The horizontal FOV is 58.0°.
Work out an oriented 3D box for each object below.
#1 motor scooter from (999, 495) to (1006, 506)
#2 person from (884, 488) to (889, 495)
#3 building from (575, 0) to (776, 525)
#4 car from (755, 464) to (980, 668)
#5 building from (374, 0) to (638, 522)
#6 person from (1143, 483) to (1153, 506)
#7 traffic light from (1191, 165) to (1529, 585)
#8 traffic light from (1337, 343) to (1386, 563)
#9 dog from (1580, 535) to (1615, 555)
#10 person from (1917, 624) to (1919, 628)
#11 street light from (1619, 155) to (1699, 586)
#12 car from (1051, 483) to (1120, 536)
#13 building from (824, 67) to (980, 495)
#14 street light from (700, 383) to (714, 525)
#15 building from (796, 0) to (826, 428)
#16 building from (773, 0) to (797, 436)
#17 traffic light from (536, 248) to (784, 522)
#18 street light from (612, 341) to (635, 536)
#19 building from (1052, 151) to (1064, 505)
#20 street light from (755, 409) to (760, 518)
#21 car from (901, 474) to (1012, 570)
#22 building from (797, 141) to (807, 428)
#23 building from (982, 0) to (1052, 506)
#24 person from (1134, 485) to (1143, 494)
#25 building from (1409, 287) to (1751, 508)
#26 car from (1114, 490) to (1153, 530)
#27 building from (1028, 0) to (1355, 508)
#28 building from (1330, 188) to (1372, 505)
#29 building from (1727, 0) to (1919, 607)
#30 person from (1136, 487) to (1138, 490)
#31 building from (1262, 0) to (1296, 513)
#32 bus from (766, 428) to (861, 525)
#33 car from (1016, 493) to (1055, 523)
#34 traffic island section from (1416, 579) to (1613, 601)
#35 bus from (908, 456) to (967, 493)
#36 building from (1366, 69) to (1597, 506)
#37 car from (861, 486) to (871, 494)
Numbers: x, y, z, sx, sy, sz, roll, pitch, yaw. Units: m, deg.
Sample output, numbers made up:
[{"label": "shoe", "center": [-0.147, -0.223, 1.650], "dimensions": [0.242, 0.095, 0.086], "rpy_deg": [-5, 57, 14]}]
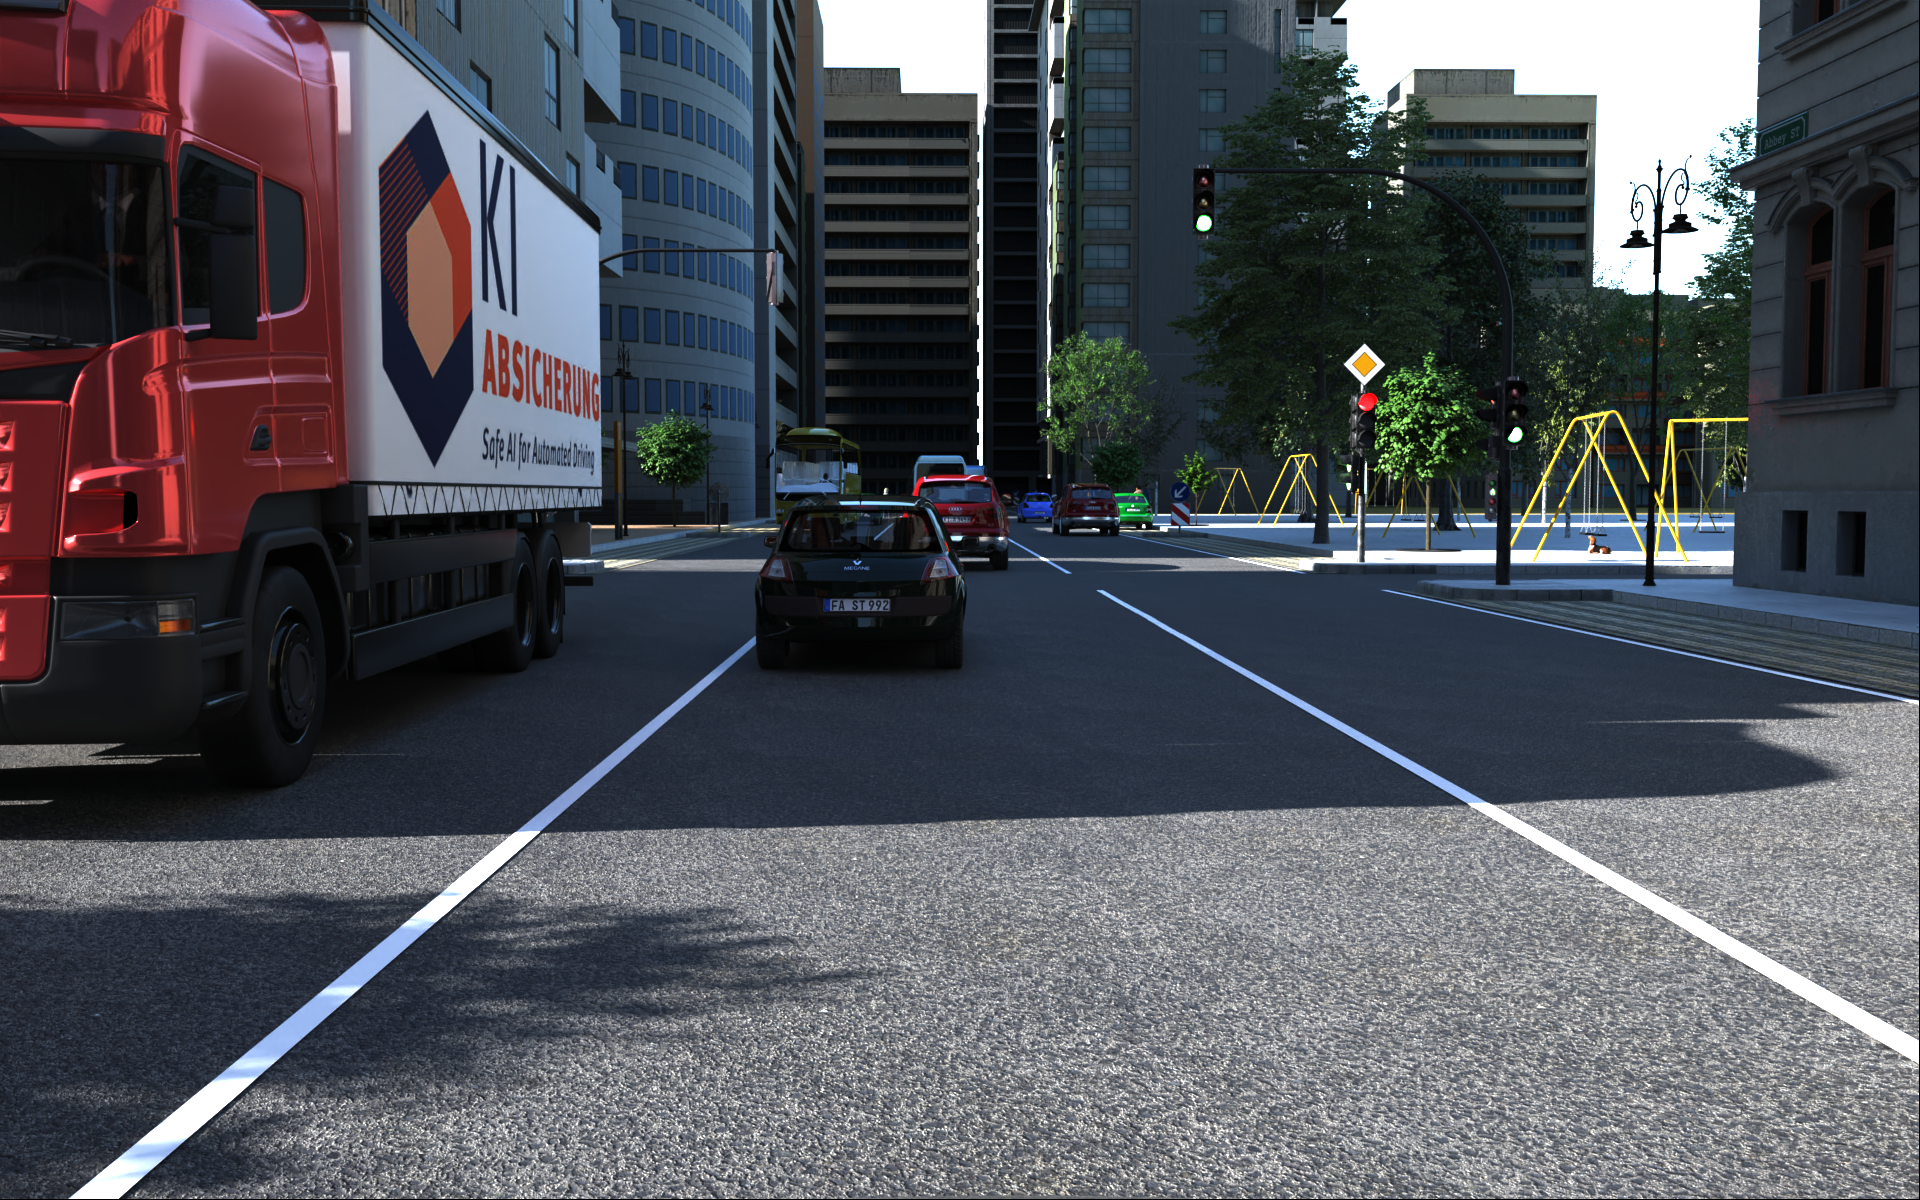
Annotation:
[{"label": "motor scooter", "center": [4.482, -10.265, 180.602], "dimensions": [0.815, 1.314, 1.986], "rpy_deg": [0, 4, 0]}, {"label": "person", "center": [-4.446, -5.924, 105.542], "dimensions": [0.526, 1.800, 0.537], "rpy_deg": [-2, 4, -29]}, {"label": "building", "center": [-20.679, -33.071, 82.704], "dimensions": [21.231, 58.520, 28.212], "rpy_deg": [0, 4, -1]}, {"label": "car", "center": [-0.820, -0.357, 15.622], "dimensions": [2.009, 1.686, 4.222], "rpy_deg": [0, 4, 0]}, {"label": "building", "center": [-24.694, -27.998, 47.014], "dimensions": [28.713, 52.752, 27.495], "rpy_deg": [0, 4, -1]}, {"label": "person", "center": [9.371, -4.966, 87.266], "dimensions": [0.654, 1.822, 0.581], "rpy_deg": [-1, 4, -13]}, {"label": "traffic light", "center": [5.564, -3.031, 24.225], "dimensions": [4.771, 5.953, 1.251], "rpy_deg": [0, 4, -1]}, {"label": "traffic light", "center": [7.506, -2.659, 32.389], "dimensions": [0.839, 4.253, 0.868], "rpy_deg": [0, 4, -1]}, {"label": "dog", "center": [13.621, -1.178, 36.994], "dimensions": [0.550, 0.427, 0.748], "rpy_deg": [0, 4, -1]}, {"label": "person", "center": [9.531, -0.583, 16.571], "dimensions": [0.522, 1.701, 0.512], "rpy_deg": [3, 5, 44]}, {"label": "street light", "center": [9.656, -3.137, 24.078], "dimensions": [0.468, 5.910, 1.993], "rpy_deg": [0, 4, -1]}, {"label": "car", "center": [4.389, -3.187, 60.775], "dimensions": [2.281, 1.827, 5.304], "rpy_deg": [0, 4, -2]}, {"label": "building", "center": [-8.746, -35.302, 200.884], "dimensions": [21.600, 48.544, 21.300], "rpy_deg": [0, 4, -1]}, {"label": "street light", "center": [-10.517, -6.080, 72.188], "dimensions": [0.468, 5.910, 1.993], "rpy_deg": [0, 4, -1]}, {"label": "building", "center": [-19.057, -30.581, 150.116], "dimensions": [14.600, 45.320, 14.200], "rpy_deg": [0, 4, -1]}, {"label": "building", "center": [-22.461, -30.179, 117.123], "dimensions": [21.300, 48.544, 21.600], "rpy_deg": [0, 4, -1]}, {"label": "traffic light", "center": [-5.662, -3.517, 32.166], "dimensions": [4.771, 5.953, 1.251], "rpy_deg": [0, 4, -1]}, {"label": "street light", "center": [-10.175, -4.879, 52.560], "dimensions": [0.468, 5.910, 1.993], "rpy_deg": [0, 4, -1]}, {"label": "building", "center": [14.806, -23.068, 148.870], "dimensions": [14.160, 30.474, 14.107], "rpy_deg": [0, 4, -1]}, {"label": "street light", "center": [-10.899, -7.299, 92.131], "dimensions": [0.468, 5.910, 1.993], "rpy_deg": [0, 4, -1]}, {"label": "car", "center": [-0.094, -1.565, 34.253], "dimensions": [2.281, 1.827, 5.304], "rpy_deg": [0, 4, 0]}, {"label": "building", "center": [-19.561, -22.271, 135.830], "dimensions": [14.160, 30.474, 14.107], "rpy_deg": [0, 4, -1]}, {"label": "building", "center": [13.097, -46.633, 200.708], "dimensions": [20.611, 71.187, 20.563], "rpy_deg": [0, 4, -1]}, {"label": "person", "center": [11.266, -6.286, 108.833], "dimensions": [1.348, 1.823, 0.705], "rpy_deg": [0, 4, 4]}, {"label": "building", "center": [62.860, -19.982, 171.744], "dimensions": [28.899, 21.520, 27.650], "rpy_deg": [0, 4, -1]}, {"label": "car", "center": [6.709, -3.756, 70.202], "dimensions": [1.959, 1.807, 4.718], "rpy_deg": [0, 4, -2]}, {"label": "building", "center": [21.736, -35.479, 169.315], "dimensions": [28.713, 52.752, 27.495], "rpy_deg": [0, 4, -1]}, {"label": "building", "center": [35.472, -31.512, 207.096], "dimensions": [23.993, 40.220, 32.217], "rpy_deg": [0, 4, -1]}, {"label": "building", "center": [17.223, -13.760, 12.364], "dimensions": [14.401, 28.519, 23.554], "rpy_deg": [0, 4, -1]}, {"label": "person", "center": [11.381, -6.416, 111.662], "dimensions": [0.721, 1.735, 1.217], "rpy_deg": [-1, 4, -22]}, {"label": "building", "center": [14.917, -26.693, 120.021], "dimensions": [14.154, 41.232, 14.086], "rpy_deg": [0, 4, -1]}, {"label": "bus", "center": [-5.471, -4.664, 67.806], "dimensions": [2.896, 3.916, 12.252], "rpy_deg": [0, 3, 0]}, {"label": "car", "center": [3.800, -4.712, 86.638], "dimensions": [1.945, 1.707, 3.694], "rpy_deg": [0, 4, -3]}, {"label": "traffic island section", "center": [7.694, -0.137, 24.520], "dimensions": [2.009, 0.180, 2.903], "rpy_deg": [0, 4, -1]}, {"label": "bus", "center": [-1.161, -5.772, 89.232], "dimensions": [2.948, 3.499, 13.247], "rpy_deg": [0, 4, -2]}, {"label": "building", "center": [59.162, -35.344, 201.569], "dimensions": [21.600, 48.544, 21.300], "rpy_deg": [0, 4, -1]}, {"label": "car", "center": [-4.516, -4.341, 79.772], "dimensions": [1.959, 1.807, 4.718], "rpy_deg": [0, 3, 0]}]
